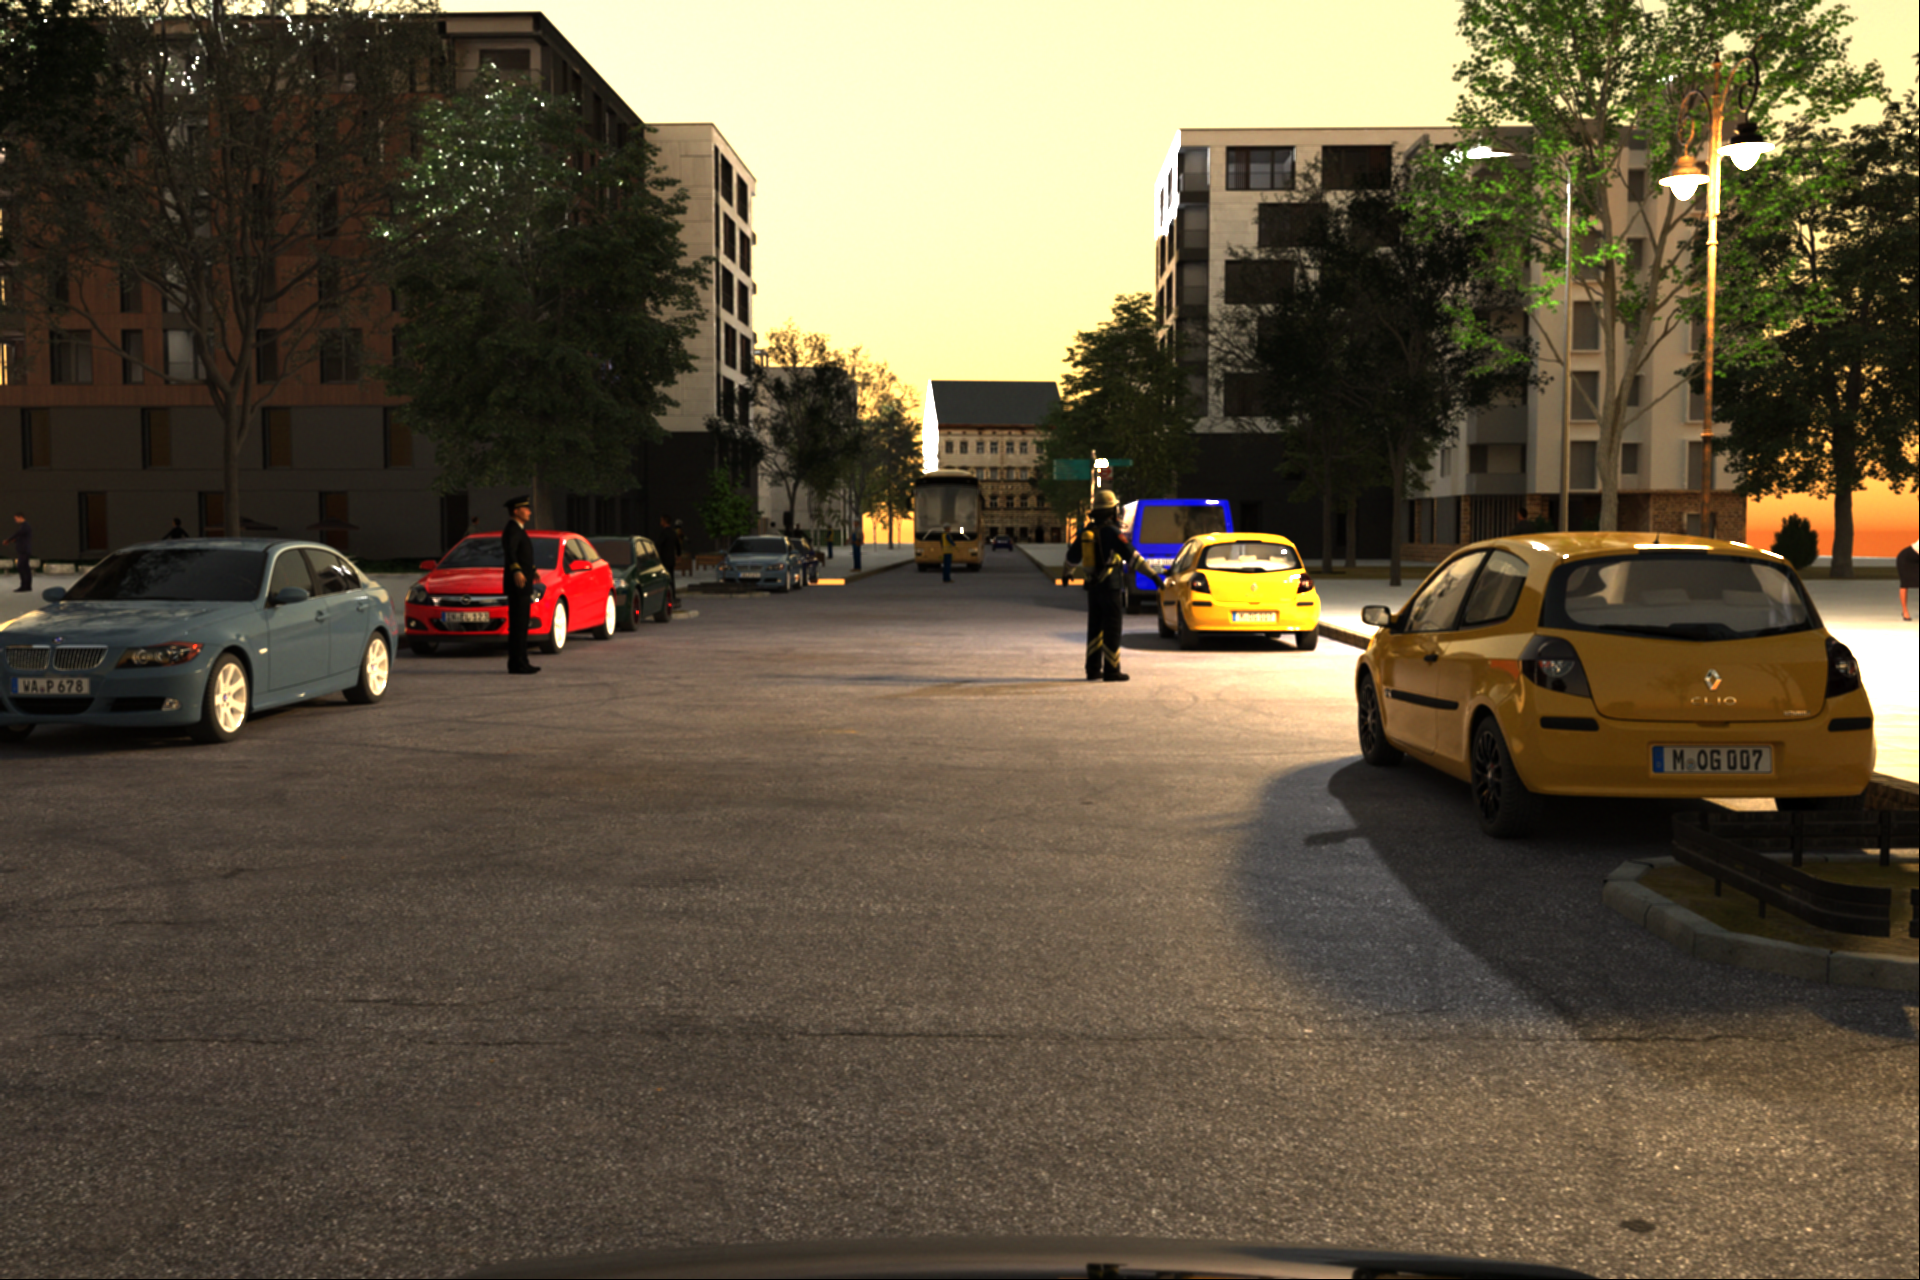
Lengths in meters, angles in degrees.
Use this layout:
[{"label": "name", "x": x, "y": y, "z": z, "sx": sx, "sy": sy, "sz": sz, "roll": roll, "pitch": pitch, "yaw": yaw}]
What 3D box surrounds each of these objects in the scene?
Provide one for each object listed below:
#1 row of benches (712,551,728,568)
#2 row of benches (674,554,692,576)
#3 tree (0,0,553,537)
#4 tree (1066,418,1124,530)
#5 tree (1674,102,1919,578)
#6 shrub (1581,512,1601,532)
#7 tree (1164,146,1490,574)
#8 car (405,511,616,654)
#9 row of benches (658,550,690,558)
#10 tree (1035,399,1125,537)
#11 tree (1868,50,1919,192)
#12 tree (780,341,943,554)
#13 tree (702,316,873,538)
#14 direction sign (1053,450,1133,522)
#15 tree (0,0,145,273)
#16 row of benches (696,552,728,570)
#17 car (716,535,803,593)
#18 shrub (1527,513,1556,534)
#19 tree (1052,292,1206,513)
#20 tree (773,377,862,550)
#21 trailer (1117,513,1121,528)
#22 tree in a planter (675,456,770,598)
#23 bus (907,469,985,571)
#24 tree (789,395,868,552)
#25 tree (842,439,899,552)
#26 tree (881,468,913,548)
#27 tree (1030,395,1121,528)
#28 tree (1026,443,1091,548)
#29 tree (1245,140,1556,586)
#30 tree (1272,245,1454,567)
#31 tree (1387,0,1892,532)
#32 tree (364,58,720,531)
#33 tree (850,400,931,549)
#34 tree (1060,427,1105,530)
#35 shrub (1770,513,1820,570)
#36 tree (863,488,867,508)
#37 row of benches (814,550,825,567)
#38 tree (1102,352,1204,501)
[{"label": "row of benches", "x": -7.607, "y": -3.020, "z": 64.842, "sx": 4.104, "sy": 0.672, "sz": 1.422, "roll": 2, "pitch": 4, "yaw": 31}, {"label": "row of benches", "x": -10.089, "y": -2.305, "z": 53.153, "sx": 4.104, "sy": 0.672, "sz": 1.422, "roll": 1, "pitch": 4, "yaw": 14}, {"label": "tree", "x": -11.930, "y": -7.202, "z": 28.123, "sx": 12.009, "sy": 13.543, "sz": 11.850, "roll": 0, "pitch": 3, "yaw": 0}, {"label": "tree", "x": 8.432, "y": -9.591, "z": 107.174, "sx": 4.737, "sy": 8.622, "sz": 4.395, "roll": 0, "pitch": 3, "yaw": 0}, {"label": "tree", "x": 26.011, "y": -8.821, "z": 50.877, "sx": 9.857, "sy": 13.997, "sz": 8.962, "roll": 0, "pitch": 3, "yaw": 0}, {"label": "shrub", "x": 22.654, "y": -3.518, "z": 61.567, "sx": 1.661, "sy": 2.075, "sz": 1.752, "roll": 0, "pitch": 3, "yaw": 0}, {"label": "tree", "x": 11.836, "y": -8.906, "z": 55.978, "sx": 12.009, "sy": 13.543, "sz": 11.850, "roll": 0, "pitch": 3, "yaw": 0}, {"label": "car", "x": -5.637, "y": -0.795, "z": 22.036, "sx": 2.155, "sy": 1.783, "sz": 4.494, "roll": 0, "pitch": 4, "yaw": 1}, {"label": "row of benches", "x": -12.126, "y": -3.120, "z": 66.476, "sx": 4.104, "sy": 0.672, "sz": 1.422, "roll": -3, "pitch": 5, "yaw": -40}, {"label": "tree", "x": 10.035, "y": -13.805, "z": 143.845, "sx": 7.486, "sy": 12.596, "sz": 7.792, "roll": 0, "pitch": 3, "yaw": 0}, {"label": "tree", "x": 9.429, "y": -4.662, "z": 10.641, "sx": 8.767, "sy": 10.594, "sz": 7.601, "roll": -1, "pitch": 4, "yaw": -14}, {"label": "tree", "x": -6.680, "y": -12.297, "z": 111.428, "sx": 12.009, "sy": 13.543, "sz": 11.850, "roll": 0, "pitch": 3, "yaw": 0}, {"label": "tree", "x": -7.512, "y": -8.613, "z": 75.233, "sx": 8.767, "sy": 10.594, "sz": 7.601, "roll": 1, "pitch": 4, "yaw": 15}, {"label": "direction sign", "x": 4.222, "y": -4.023, "z": 54.532, "sx": 2.525, "sy": 3.948, "sz": 1.411, "roll": 0, "pitch": 3, "yaw": 0}, {"label": "tree", "x": -11.783, "y": -4.976, "z": 15.773, "sx": 8.767, "sy": 10.594, "sz": 7.601, "roll": -1, "pitch": 4, "yaw": -13}, {"label": "row of benches", "x": -7.310, "y": -2.772, "z": 60.790, "sx": 4.104, "sy": 0.672, "sz": 1.422, "roll": 1, "pitch": 4, "yaw": 21}, {"label": "car", "x": -5.005, "y": -1.940, "z": 43.729, "sx": 2.014, "sy": 1.417, "sz": 4.499, "roll": 0, "pitch": 4, "yaw": 1}, {"label": "shrub", "x": 21.917, "y": -3.771, "z": 65.702, "sx": 1.661, "sy": 2.075, "sz": 1.752, "roll": 0, "pitch": 3, "yaw": 0}, {"label": "tree", "x": 7.887, "y": -9.995, "z": 81.552, "sx": 7.486, "sy": 12.596, "sz": 7.792, "roll": 0, "pitch": 3, "yaw": 0}, {"label": "tree", "x": -6.752, "y": -8.034, "z": 81.723, "sx": 4.737, "sy": 8.622, "sz": 4.395, "roll": 0, "pitch": 3, "yaw": 0}, {"label": "trailer", "x": 4.376, "y": -2.612, "z": 49.759, "sx": 1.471, "sy": 1.999, "sz": 3.904, "roll": 0, "pitch": 4, "yaw": 2}, {"label": "tree in a planter", "x": -5.421, "y": -2.599, "z": 39.709, "sx": 1.991, "sy": 3.239, "sz": 1.994, "roll": 0, "pitch": 4, "yaw": 2}, {"label": "bus", "x": -0.344, "y": -4.774, "z": 69.594, "sx": 2.896, "sy": 3.916, "sz": 12.252, "roll": 0, "pitch": 4, "yaw": 2}, {"label": "tree", "x": -7.059, "y": -8.398, "z": 87.676, "sx": 4.737, "sy": 8.622, "sz": 4.395, "roll": 0, "pitch": 3, "yaw": 0}, {"label": "tree", "x": -6.243, "y": -10.635, "z": 124.239, "sx": 4.737, "sy": 8.622, "sz": 4.395, "roll": 0, "pitch": 3, "yaw": 0}, {"label": "tree", "x": -5.452, "y": -12.460, "z": 154.089, "sx": 4.360, "sy": 8.622, "sz": 3.978, "roll": 0, "pitch": 3, "yaw": 0}, {"label": "tree", "x": 9.044, "y": -12.443, "z": 129.191, "sx": 9.928, "sy": 11.665, "sz": 9.643, "roll": 0, "pitch": 3, "yaw": 0}, {"label": "tree", "x": 9.597, "y": -13.454, "z": 154.385, "sx": 8.767, "sy": 10.594, "sz": 7.601, "roll": 1, "pitch": 4, "yaw": 22}, {"label": "tree", "x": 10.471, "y": -6.590, "z": 42.155, "sx": 7.601, "sy": 10.594, "sz": 8.767, "roll": -3, "pitch": 5, "yaw": -44}, {"label": "tree", "x": 15.527, "y": -9.104, "z": 66.971, "sx": 7.486, "sy": 12.596, "sz": 7.792, "roll": 0, "pitch": 3, "yaw": 0}, {"label": "tree", "x": 10.405, "y": -6.216, "z": 27.385, "sx": 9.928, "sy": 11.665, "sz": 9.643, "roll": 0, "pitch": 3, "yaw": 0}, {"label": "tree", "x": -11.373, "y": -8.577, "z": 46.897, "sx": 9.857, "sy": 13.997, "sz": 8.962, "roll": 0, "pitch": 3, "yaw": 0}, {"label": "tree", "x": -6.017, "y": -13.928, "z": 145.857, "sx": 7.486, "sy": 12.596, "sz": 7.792, "roll": 0, "pitch": 3, "yaw": 0}, {"label": "tree", "x": 8.975, "y": -10.319, "z": 119.074, "sx": 4.737, "sy": 8.622, "sz": 4.395, "roll": 0, "pitch": 3, "yaw": 0}, {"label": "shrub", "x": 29.784, "y": -3.531, "z": 61.781, "sx": 1.661, "sy": 2.075, "sz": 1.752, "roll": 0, "pitch": 3, "yaw": 0}, {"label": "tree", "x": -15.715, "y": -19.713, "z": 240.428, "sx": 7.486, "sy": 12.596, "sz": 7.792, "roll": 0, "pitch": 3, "yaw": 0}, {"label": "row of benches", "x": -7.154, "y": -3.274, "z": 68.987, "sx": 4.104, "sy": 0.672, "sz": 1.422, "roll": 2, "pitch": 4, "yaw": 27}, {"label": "tree", "x": 7.684, "y": -7.379, "z": 71.010, "sx": 4.737, "sy": 8.622, "sz": 4.395, "roll": 0, "pitch": 3, "yaw": 0}]
